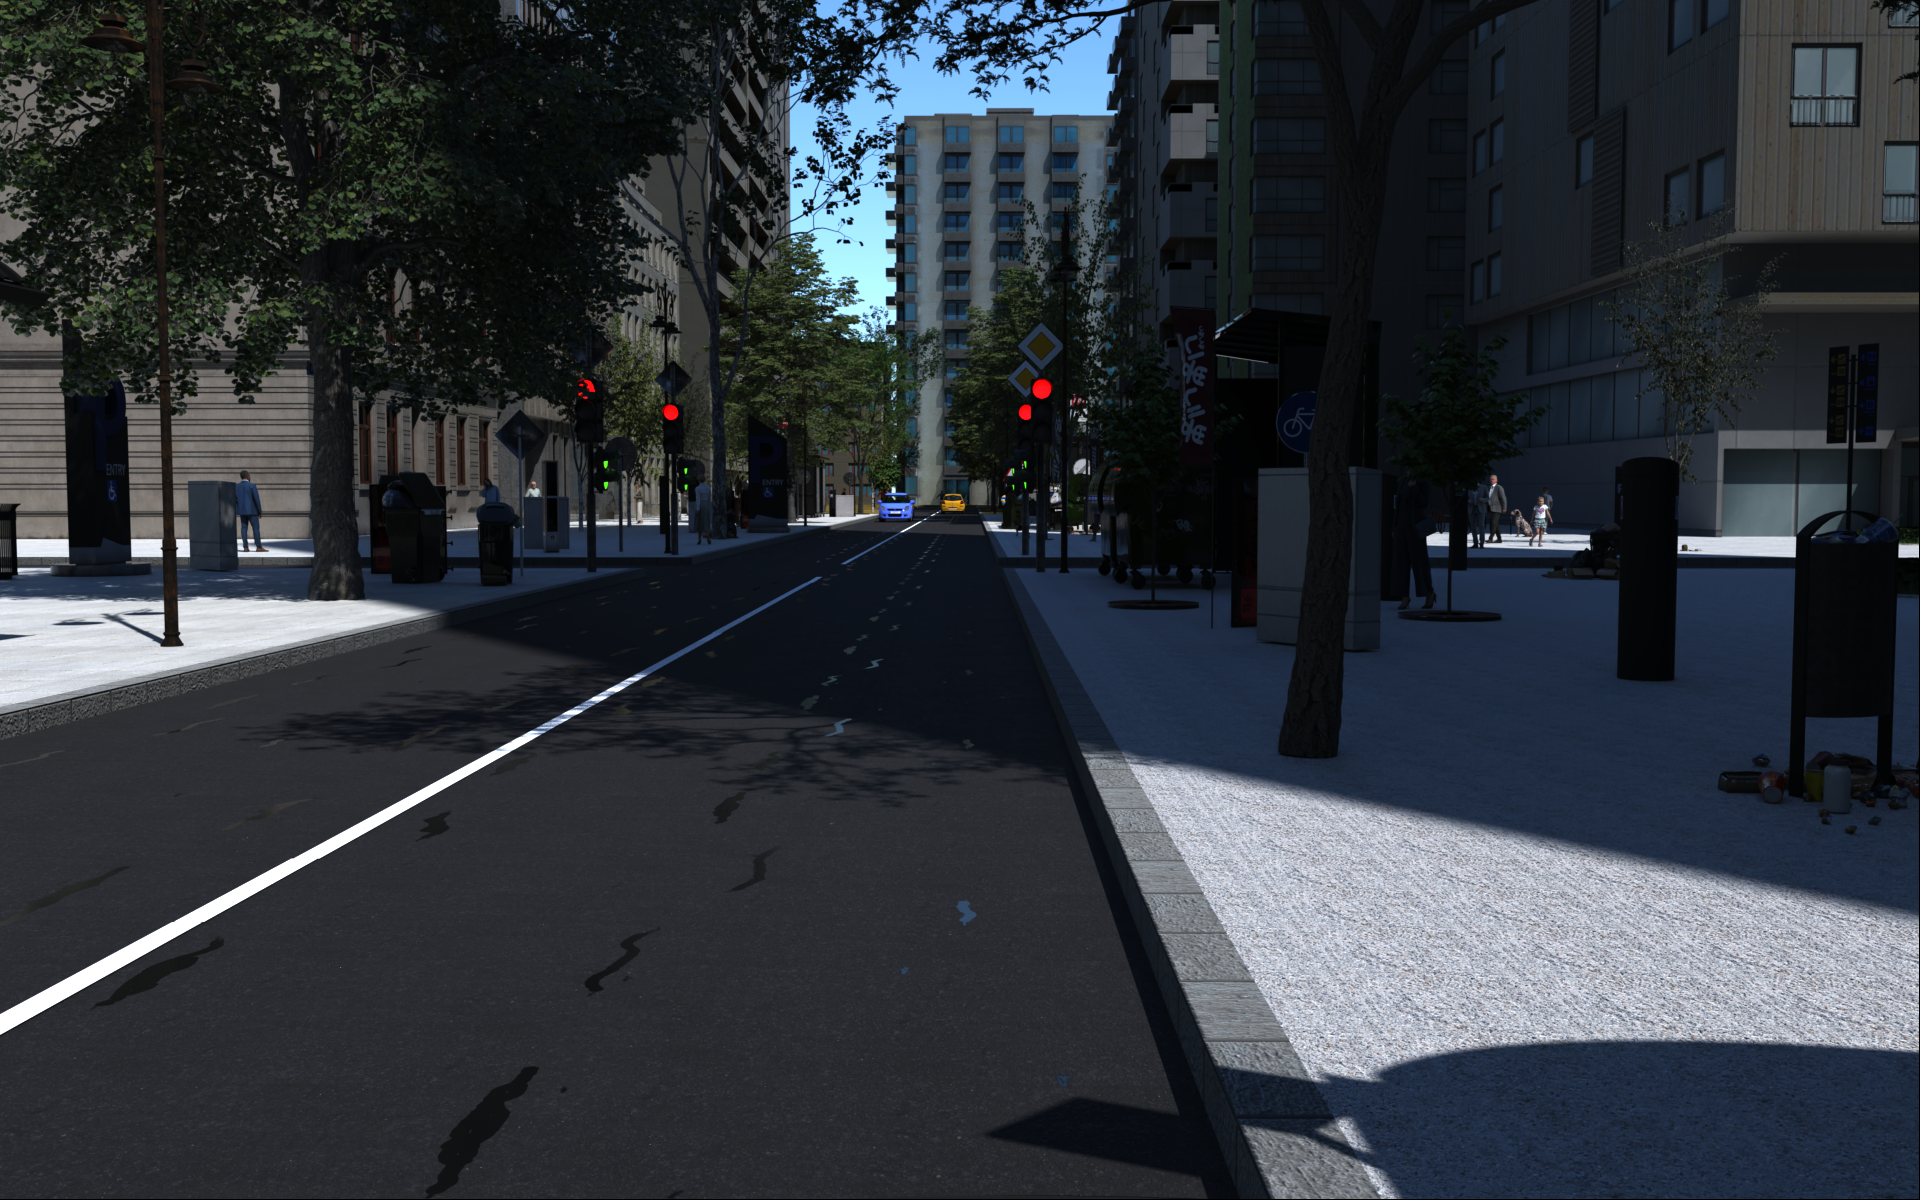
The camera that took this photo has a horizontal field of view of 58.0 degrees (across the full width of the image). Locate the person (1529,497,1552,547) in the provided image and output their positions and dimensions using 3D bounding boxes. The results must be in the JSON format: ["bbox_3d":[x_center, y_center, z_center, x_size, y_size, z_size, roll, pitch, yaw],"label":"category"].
[{"bbox_3d":[14.167,-1.906,42.229,0.505,1.210,0.382,0,4,4],"label":"person"}]

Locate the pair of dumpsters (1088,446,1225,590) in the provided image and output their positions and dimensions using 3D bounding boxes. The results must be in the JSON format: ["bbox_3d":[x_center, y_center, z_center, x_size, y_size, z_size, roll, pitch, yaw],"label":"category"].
[{"bbox_3d":[2.807,-1.388,25.194,1.574,2.255,4.437,0,4,0],"label":"pair of dumpsters"}]

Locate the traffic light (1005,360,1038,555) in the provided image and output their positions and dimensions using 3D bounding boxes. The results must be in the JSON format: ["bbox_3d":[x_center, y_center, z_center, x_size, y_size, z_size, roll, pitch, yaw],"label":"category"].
[{"bbox_3d":[1.361,-2.903,36.388,0.839,4.253,0.868,0,4,0],"label":"traffic light"}]

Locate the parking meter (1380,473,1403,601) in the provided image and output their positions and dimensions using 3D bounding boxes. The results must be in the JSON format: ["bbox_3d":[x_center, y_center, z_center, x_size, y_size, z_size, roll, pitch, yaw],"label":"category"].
[{"bbox_3d":[5.237,-0.762,20.877,0.372,1.533,0.369,0,3,0],"label":"parking meter"}]

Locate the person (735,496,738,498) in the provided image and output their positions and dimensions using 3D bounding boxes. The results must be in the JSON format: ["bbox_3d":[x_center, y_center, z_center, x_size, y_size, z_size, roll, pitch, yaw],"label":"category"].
[{"bbox_3d":[-11.158,-4.591,86.125,0.382,1.210,0.505,2,4,33],"label":"person"}]

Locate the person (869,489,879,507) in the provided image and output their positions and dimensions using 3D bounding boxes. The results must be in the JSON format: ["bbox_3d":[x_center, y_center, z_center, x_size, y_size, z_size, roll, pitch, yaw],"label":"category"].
[{"bbox_3d":[-8.383,-9.899,167.881,1.348,1.826,0.705,-3,5,-44],"label":"person"}]

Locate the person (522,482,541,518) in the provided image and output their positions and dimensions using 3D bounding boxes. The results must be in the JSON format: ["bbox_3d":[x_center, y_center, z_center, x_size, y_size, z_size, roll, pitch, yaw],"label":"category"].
[{"bbox_3d":[-16.716,-3.739,67.667,0.782,1.767,0.515,-3,4,-39],"label":"person"}]

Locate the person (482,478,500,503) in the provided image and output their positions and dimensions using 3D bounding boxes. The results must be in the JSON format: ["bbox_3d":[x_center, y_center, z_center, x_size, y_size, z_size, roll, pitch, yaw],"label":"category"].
[{"bbox_3d":[-15.077,-3.031,55.865,0.793,1.790,0.793,-2,4,-34],"label":"person"}]

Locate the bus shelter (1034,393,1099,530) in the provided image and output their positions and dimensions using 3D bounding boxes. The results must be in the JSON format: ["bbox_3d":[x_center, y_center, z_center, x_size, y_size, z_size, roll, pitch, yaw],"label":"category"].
[{"bbox_3d":[4.001,-5.445,66.656,2.179,5.291,8.768,0,4,0],"label":"bus shelter"}]

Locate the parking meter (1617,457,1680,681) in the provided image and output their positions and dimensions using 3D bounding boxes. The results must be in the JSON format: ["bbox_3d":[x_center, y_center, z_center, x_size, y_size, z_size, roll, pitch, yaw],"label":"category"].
[{"bbox_3d":[4.767,-0.219,11.996,0.372,1.533,0.369,0,3,0],"label":"parking meter"}]

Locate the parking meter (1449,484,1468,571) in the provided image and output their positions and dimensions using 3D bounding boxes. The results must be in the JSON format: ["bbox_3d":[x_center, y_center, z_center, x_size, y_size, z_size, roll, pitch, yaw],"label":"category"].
[{"bbox_3d":[8.388,-1.433,29.139,0.255,1.863,0.399,0,4,7],"label":"parking meter"}]

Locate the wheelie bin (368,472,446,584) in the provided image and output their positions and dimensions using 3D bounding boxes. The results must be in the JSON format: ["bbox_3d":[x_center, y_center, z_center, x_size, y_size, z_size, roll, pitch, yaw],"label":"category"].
[{"bbox_3d":[-7.913,-1.048,25.036,0.693,1.594,0.980,1,4,17],"label":"wheelie bin"}]

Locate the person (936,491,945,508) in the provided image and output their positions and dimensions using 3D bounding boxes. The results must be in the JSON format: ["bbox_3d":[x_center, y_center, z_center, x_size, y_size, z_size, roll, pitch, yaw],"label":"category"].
[{"bbox_3d":[-1.882,-10.502,180.288,1.350,1.814,0.705,1,4,18],"label":"person"}]

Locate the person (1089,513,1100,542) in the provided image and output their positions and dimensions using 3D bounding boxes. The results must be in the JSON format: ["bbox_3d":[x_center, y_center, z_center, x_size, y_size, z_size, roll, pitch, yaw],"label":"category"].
[{"bbox_3d":[3.814,-2.479,46.752,0.526,1.800,0.537,-3,5,-41],"label":"person"}]

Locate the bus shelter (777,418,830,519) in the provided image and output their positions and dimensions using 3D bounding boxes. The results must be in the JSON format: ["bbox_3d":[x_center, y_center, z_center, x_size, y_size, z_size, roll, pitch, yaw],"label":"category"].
[{"bbox_3d":[-8.539,-7.122,94.069,2.179,5.291,8.768,0,4,1],"label":"bus shelter"}]

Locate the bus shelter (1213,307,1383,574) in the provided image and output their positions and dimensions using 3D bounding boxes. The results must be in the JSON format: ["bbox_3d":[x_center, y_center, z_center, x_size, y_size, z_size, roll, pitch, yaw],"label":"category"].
[{"bbox_3d":[4.550,-2.057,24.919,1.731,3.624,6.357,0,4,1],"label":"bus shelter"}]

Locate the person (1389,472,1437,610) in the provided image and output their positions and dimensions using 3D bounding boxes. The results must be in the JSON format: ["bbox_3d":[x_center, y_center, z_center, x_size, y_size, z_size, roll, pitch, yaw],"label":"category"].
[{"bbox_3d":[5.049,-0.788,19.340,0.576,1.772,0.534,3,4,37],"label":"person"}]

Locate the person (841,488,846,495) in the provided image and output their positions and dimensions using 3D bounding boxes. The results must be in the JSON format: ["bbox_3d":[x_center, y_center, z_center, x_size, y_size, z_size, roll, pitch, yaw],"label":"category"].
[{"bbox_3d":[-9.076,-7.756,133.680,0.721,1.723,1.217,-2,4,-26],"label":"person"}]

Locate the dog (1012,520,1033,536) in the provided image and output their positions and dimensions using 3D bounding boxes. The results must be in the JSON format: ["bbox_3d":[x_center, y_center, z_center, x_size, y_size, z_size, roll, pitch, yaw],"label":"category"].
[{"bbox_3d":[1.898,-2.203,52.855,0.540,0.507,0.406,-3,4,-38],"label":"dog"}]

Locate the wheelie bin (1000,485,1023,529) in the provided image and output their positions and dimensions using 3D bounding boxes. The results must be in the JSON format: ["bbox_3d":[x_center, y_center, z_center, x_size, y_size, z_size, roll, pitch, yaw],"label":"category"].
[{"bbox_3d":[1.954,-3.386,63.265,0.980,1.594,0.693,-3,5,-43],"label":"wheelie bin"}]

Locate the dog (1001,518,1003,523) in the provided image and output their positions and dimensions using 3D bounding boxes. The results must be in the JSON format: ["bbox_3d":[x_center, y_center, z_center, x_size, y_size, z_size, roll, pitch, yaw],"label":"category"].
[{"bbox_3d":[1.962,-3.804,76.569,0.800,0.831,0.513,-1,4,-10],"label":"dog"}]

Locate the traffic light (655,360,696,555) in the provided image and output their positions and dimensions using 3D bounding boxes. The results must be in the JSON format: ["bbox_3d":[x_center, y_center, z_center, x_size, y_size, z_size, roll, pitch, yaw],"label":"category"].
[{"bbox_3d":[-6.000,-2.905,36.419,0.839,4.253,0.868,0,4,0],"label":"traffic light"}]

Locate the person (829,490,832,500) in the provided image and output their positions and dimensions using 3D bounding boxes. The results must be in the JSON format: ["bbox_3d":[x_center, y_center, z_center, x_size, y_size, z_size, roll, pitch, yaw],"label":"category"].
[{"bbox_3d":[-13.291,-10.421,177.207,0.721,1.735,1.217,-1,4,-15],"label":"person"}]

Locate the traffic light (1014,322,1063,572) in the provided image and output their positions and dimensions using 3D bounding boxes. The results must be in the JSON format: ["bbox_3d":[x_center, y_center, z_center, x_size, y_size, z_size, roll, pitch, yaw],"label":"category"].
[{"bbox_3d":[1.310,-2.415,28.403,0.839,4.253,0.868,0,4,0],"label":"traffic light"}]

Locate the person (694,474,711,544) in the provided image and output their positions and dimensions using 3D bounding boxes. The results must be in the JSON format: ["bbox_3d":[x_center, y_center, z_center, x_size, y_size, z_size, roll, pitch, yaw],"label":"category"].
[{"bbox_3d":[-6.496,-2.302,43.912,0.478,1.798,0.641,-2,4,-27],"label":"person"}]

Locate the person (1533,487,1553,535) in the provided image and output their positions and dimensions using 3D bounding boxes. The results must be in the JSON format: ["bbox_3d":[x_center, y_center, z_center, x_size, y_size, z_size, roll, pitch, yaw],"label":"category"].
[{"bbox_3d":[18.436,-2.820,54.748,0.503,1.515,0.523,-1,4,-11],"label":"person"}]

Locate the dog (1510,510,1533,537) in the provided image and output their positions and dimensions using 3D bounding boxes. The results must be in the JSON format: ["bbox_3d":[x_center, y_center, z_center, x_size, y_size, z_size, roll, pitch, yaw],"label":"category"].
[{"bbox_3d":[16.883,-2.281,51.680,0.513,0.831,0.800,-2,4,-28],"label":"dog"}]

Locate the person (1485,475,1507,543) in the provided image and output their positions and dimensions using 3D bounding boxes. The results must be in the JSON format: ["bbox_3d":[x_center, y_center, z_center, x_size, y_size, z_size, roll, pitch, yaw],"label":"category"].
[{"bbox_3d":[13.824,-2.357,44.971,0.834,1.777,0.661,-3,4,-36],"label":"person"}]

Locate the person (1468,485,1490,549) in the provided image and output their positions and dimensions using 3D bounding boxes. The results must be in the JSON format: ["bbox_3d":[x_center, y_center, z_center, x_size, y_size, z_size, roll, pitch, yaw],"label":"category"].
[{"bbox_3d":[12.150,-2.115,40.819,0.606,1.804,0.583,2,4,25],"label":"person"}]

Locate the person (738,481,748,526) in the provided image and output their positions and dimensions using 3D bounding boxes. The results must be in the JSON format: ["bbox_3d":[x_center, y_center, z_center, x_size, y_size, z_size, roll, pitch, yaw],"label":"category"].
[{"bbox_3d":[-8.555,-3.835,68.925,0.537,1.800,0.526,3,5,44],"label":"person"}]

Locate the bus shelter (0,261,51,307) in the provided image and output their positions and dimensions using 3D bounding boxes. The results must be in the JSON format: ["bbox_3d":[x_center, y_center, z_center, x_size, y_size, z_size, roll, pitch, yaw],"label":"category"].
[{"bbox_3d":[-8.216,-1.045,11.006,2.014,3.302,5.546,0,4,1],"label":"bus shelter"}]

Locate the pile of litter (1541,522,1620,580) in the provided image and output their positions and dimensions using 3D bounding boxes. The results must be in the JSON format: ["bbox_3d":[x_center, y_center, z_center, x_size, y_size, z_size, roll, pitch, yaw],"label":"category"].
[{"bbox_3d":[9.681,-0.749,26.205,1.176,0.858,1.719,-2,4,-30],"label":"pile of litter"}]

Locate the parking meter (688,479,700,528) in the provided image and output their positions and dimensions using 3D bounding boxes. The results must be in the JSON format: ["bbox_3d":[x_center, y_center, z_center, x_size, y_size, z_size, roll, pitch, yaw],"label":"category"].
[{"bbox_3d":[-9.578,-3.469,62.437,0.255,1.863,0.399,3,5,41],"label":"parking meter"}]

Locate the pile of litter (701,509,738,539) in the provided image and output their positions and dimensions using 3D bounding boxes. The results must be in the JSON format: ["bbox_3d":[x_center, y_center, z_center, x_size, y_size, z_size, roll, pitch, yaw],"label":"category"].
[{"bbox_3d":[-6.989,-2.231,50.438,1.176,0.858,1.719,0,4,5],"label":"pile of litter"}]

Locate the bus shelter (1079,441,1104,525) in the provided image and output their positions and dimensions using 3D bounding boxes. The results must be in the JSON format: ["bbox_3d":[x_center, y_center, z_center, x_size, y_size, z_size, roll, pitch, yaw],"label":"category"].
[{"bbox_3d":[5.209,-5.103,74.710,1.731,3.624,6.357,0,4,0],"label":"bus shelter"}]

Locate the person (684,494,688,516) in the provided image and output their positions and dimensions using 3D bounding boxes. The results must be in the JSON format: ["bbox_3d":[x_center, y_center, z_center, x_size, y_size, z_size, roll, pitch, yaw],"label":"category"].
[{"bbox_3d":[-16.101,-5.903,102.749,0.583,1.804,0.606,0,4,7],"label":"person"}]

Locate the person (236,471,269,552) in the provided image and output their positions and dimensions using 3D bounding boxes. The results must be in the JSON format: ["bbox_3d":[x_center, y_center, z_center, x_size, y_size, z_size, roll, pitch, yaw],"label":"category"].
[{"bbox_3d":[-15.736,-1.963,38.322,0.721,1.800,0.419,0,4,-4],"label":"person"}]

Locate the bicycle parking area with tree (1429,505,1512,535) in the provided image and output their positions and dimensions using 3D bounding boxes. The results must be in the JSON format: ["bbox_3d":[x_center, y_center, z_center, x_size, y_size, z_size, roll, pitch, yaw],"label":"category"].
[{"bbox_3d":[14.028,-4.329,57.782,8.231,4.147,9.016,1,4,15],"label":"bicycle parking area with tree"}]

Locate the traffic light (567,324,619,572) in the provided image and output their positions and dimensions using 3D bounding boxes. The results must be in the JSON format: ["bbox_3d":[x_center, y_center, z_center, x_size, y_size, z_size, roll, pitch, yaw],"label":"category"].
[{"bbox_3d":[-6.051,-2.417,28.434,0.839,4.253,0.868,0,4,0],"label":"traffic light"}]

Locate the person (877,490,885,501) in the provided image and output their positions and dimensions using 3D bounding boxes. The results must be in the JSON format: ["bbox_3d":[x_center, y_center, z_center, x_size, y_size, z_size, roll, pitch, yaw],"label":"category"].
[{"bbox_3d":[-8.115,-10.728,181.375,1.348,1.831,0.705,2,4,24],"label":"person"}]

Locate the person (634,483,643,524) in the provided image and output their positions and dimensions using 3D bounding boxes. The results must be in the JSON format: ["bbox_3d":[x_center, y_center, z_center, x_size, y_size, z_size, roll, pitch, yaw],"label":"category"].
[{"bbox_3d":[-13.934,-4.184,74.999,0.362,1.759,0.519,-2,4,-28],"label":"person"}]

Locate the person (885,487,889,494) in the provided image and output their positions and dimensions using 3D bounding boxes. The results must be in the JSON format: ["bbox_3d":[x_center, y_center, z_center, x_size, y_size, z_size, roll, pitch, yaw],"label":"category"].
[{"bbox_3d":[-5.676,-7.987,136.730,0.705,1.812,1.348,1,4,21],"label":"person"}]
